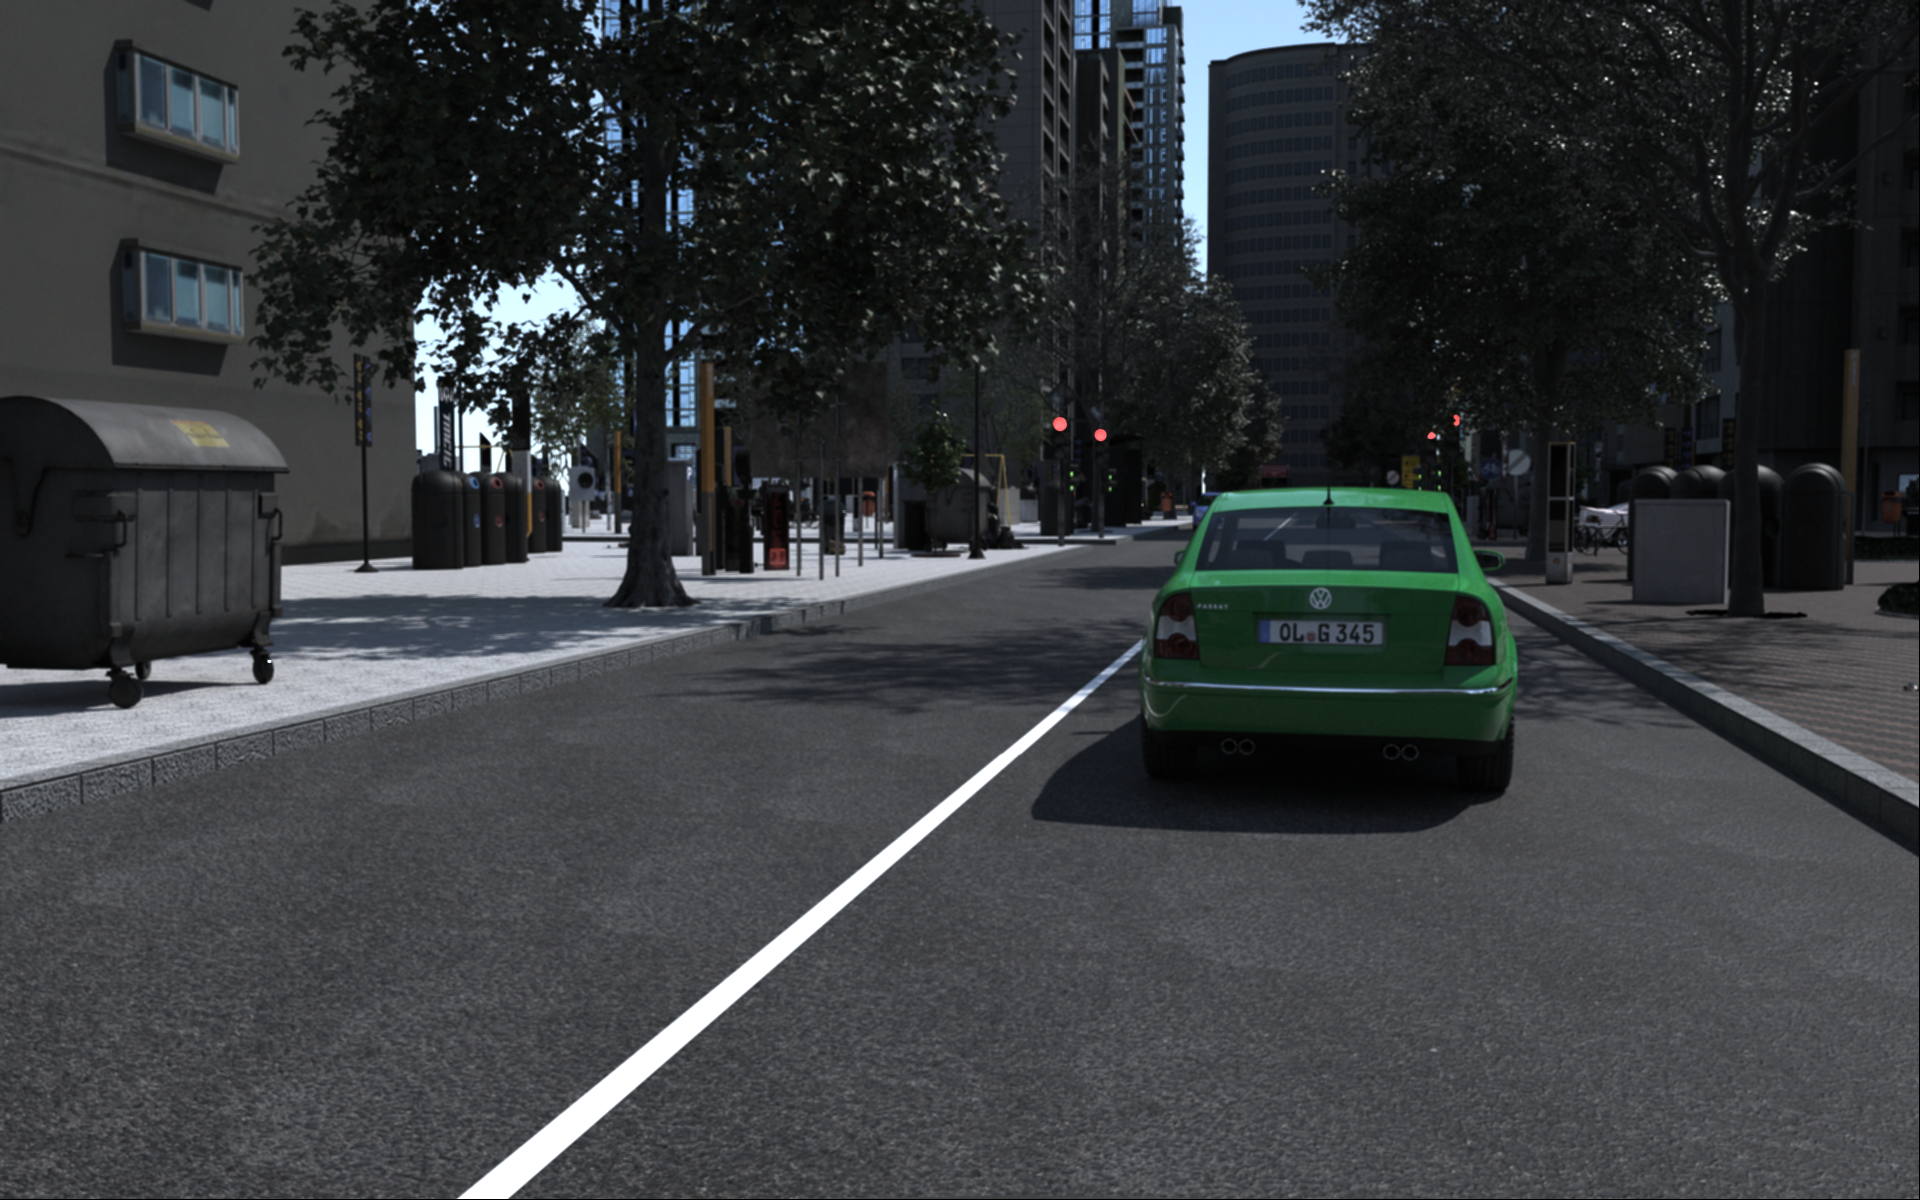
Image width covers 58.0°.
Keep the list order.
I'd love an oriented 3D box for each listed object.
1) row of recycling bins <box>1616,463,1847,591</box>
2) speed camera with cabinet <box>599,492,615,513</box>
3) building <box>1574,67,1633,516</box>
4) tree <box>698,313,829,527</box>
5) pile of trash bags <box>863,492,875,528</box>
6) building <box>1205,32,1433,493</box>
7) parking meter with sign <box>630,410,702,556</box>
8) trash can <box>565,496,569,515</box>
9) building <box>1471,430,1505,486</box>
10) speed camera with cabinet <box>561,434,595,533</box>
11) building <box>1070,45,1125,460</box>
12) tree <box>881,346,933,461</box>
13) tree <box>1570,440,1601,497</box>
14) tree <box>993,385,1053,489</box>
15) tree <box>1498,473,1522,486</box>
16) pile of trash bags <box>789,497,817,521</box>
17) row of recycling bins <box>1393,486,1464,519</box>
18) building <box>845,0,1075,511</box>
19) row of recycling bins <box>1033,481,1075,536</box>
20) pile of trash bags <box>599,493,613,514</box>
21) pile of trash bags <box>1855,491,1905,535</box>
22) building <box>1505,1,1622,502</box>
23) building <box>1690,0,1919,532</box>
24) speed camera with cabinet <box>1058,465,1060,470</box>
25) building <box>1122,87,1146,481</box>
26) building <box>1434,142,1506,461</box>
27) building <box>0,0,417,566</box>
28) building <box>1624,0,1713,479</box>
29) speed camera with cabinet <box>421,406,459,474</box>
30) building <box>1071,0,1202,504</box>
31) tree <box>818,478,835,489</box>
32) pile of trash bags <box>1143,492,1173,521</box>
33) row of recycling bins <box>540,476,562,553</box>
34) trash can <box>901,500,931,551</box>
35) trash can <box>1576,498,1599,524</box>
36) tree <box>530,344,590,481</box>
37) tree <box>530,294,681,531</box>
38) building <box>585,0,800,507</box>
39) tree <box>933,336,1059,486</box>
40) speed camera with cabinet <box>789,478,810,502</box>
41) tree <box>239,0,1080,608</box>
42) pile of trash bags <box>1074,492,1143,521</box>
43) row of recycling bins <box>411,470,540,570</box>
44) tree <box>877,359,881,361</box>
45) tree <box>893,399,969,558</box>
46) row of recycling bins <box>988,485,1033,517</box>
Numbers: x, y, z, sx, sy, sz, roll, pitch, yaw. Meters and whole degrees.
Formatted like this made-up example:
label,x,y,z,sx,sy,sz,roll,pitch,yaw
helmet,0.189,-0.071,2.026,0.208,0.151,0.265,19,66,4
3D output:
label,x,y,z,sx,sy,sz,roll,pitch,yaw
row of recycling bins,10.900,-1.065,24.518,1.069,1.692,3.534,-2,4,-24
speed camera with cabinet,-23.898,-7.357,114.624,2.038,3.252,0.660,1,4,17
building,52.230,-24.956,99.911,32.217,40.220,23.993,1,4,12
tree,-6.857,-6.583,57.987,4.360,8.622,3.978,0,3,0
pile of trash bags,-2.078,-3.396,65.284,3.447,1.369,1.912,0,4,6
building,46.451,-41.763,224.830,28.212,58.520,21.231,1,4,12
parking meter with sign,-5.944,-2.436,36.093,1.738,3.016,0.543,1,4,13
trash can,-23.813,-5.653,104.081,0.748,1.137,0.748,0,3,0
building,62.000,-52.068,163.977,22.319,86.520,31.000,1,4,12
speed camera with cabinet,-12.995,-3.812,56.655,2.038,3.252,0.660,-3,5,-40
building,6.913,-28.860,155.447,14.154,41.232,14.086,1,4,12
tree,-3.098,-8.243,85.131,4.360,8.622,3.978,0,3,0
tree,21.355,-4.031,60.501,1.663,3.219,1.824,0,3,0
tree,4.453,-9.945,112.963,4.737,8.622,4.395,0,3,0
tree,25.289,-5.170,79.132,1.663,3.219,1.824,0,3,0
pile of trash bags,-8.508,-4.476,82.942,3.447,1.369,1.912,0,4,2
row of recycling bins,22.687,-4.702,83.991,3.534,1.692,1.069,0,4,-6
building,0.194,-42.734,136.956,20.563,71.187,20.611,1,4,12
row of recycling bins,3.031,-2.879,54.191,1.069,1.692,3.534,0,4,6
pile of trash bags,-23.045,-6.165,110.544,1.912,1.369,3.447,1,4,14
pile of trash bags,25.635,-2.485,50.386,1.912,1.369,3.447,-3,4,-39
building,54.303,-36.345,136.245,21.231,58.520,28.212,1,4,12
building,35.217,-17.772,62.270,14.107,30.474,14.160,1,4,12
speed camera with cabinet,6.289,-7.536,117.551,0.660,3.252,2.038,-1,4,-19
building,5.091,-32.252,181.937,28.867,44.769,22.147,1,4,12
building,75.392,-36.735,220.227,30.456,49.044,23.786,1,4,12
building,-23.552,-24.592,25.785,21.600,48.544,21.300,1,4,12
building,37.760,-25.995,75.125,14.600,45.320,14.200,1,4,12
speed camera with cabinet,-11.058,-2.736,39.065,2.038,3.252,0.660,0,4,7
building,16.697,-56.125,230.322,31.000,86.520,22.319,1,4,12
tree,-7.223,-9.036,98.093,4.737,8.622,4.395,0,3,0
pile of trash bags,8.665,-4.540,83.977,3.447,1.369,1.912,-1,4,-15
row of recycling bins,-9.510,-1.842,37.223,1.069,1.692,3.534,0,4,7
trash can,-0.961,-1.698,39.422,0.748,1.137,0.748,0,3,0
trash can,21.300,-2.886,58.837,0.748,1.137,0.748,0,3,0
tree,-18.445,-7.844,78.619,4.360,8.622,3.978,0,3,0
tree,-12.082,-6.737,60.512,4.737,8.622,4.395,0,3,0
building,-24.470,-53.385,185.519,31.000,86.520,22.319,1,4,12
tree,2.059,-10.820,102.661,9.928,11.665,9.643,0,3,0
speed camera with cabinet,-9.154,-6.111,94.248,2.038,3.252,0.660,1,4,15
tree,-3.444,-6.274,19.590,9.611,12.733,9.660,0,3,0
pile of trash bags,6.514,-4.343,80.760,3.447,1.369,1.912,1,4,19
row of recycling bins,-8.771,-1.458,30.949,1.069,1.692,3.534,1,4,9
tree,-6.256,-7.536,73.571,4.360,8.622,3.978,0,3,0
tree,-0.640,-2.496,35.407,1.663,3.219,1.824,0,3,0
row of recycling bins,2.768,-4.625,82.734,3.534,1.692,1.069,1,4,18
